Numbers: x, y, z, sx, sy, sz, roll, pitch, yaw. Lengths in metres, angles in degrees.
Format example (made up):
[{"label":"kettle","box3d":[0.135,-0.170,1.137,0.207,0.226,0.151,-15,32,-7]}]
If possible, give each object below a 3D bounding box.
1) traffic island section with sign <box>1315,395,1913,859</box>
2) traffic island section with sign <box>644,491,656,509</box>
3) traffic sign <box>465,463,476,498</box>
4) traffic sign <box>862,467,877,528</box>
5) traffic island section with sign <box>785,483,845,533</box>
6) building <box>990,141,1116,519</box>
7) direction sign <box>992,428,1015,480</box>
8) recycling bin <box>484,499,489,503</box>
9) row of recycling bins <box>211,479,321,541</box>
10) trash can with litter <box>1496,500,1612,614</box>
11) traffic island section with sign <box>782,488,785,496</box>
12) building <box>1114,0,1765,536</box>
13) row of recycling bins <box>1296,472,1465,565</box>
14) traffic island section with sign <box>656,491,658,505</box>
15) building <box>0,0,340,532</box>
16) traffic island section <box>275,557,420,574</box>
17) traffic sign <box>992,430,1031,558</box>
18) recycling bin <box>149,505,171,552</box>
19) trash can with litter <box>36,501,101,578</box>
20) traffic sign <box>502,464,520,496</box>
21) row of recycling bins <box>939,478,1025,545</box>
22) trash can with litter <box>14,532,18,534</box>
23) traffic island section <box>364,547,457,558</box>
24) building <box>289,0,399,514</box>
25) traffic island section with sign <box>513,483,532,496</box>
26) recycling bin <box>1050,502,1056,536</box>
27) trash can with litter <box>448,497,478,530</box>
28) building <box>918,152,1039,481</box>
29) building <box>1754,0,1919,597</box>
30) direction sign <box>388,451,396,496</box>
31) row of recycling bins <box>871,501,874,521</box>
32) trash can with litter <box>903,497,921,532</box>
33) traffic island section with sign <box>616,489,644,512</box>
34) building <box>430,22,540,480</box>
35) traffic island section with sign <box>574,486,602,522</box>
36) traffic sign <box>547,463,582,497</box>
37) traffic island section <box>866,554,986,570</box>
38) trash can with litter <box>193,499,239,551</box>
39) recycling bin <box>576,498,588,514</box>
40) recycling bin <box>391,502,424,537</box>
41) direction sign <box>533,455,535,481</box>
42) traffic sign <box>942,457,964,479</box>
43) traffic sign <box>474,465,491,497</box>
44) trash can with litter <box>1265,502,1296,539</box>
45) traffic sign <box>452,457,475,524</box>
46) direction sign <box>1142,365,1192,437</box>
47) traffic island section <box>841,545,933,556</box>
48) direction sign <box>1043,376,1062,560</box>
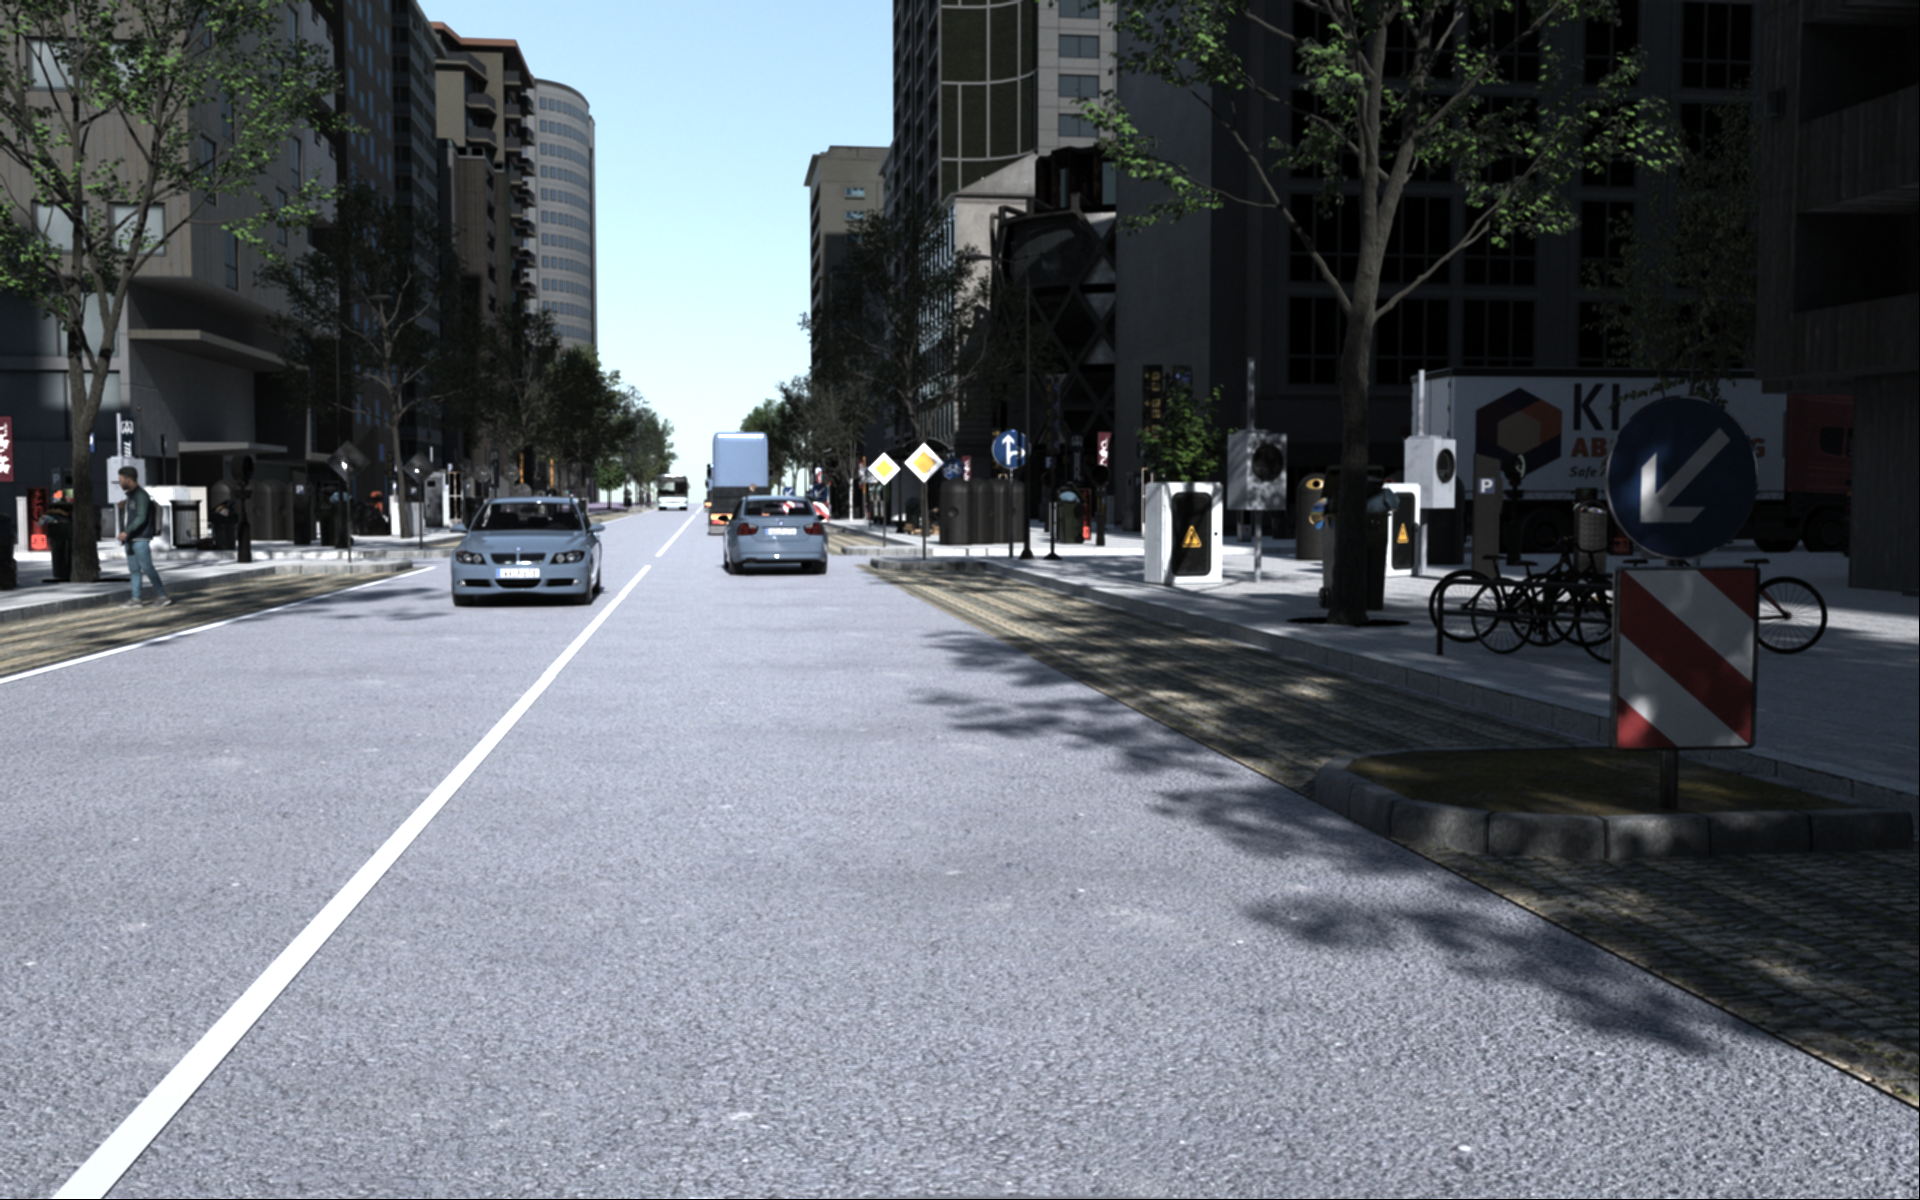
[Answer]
[{"label":"traffic island section with sign","box3d":[2.695,0.055,7.728,1.989,1.847,2.006,0,4,-8]},{"label":"traffic island section with sign","box3d":[-30.435,-9.625,165.988,1.989,1.847,2.006,0,4,-8]},{"label":"traffic sign","box3d":[-18.111,-3.872,63.421,0.768,2.556,0.104,0,4,2]},{"label":"traffic sign","box3d":[-3.370,-3.831,64.772,0.606,2.300,0.079,0,4,-1]},{"label":"traffic island section with sign","box3d":[-5.346,-3.403,64.271,1.989,1.847,2.006,0,4,-8]},{"label":"building","box3d":[9.831,-13.733,91.987,16.820,18.784,16.811,0,4,-8]},{"label":"direction sign","box3d":[1.480,-4.111,59.208,0.876,3.537,0.379,2,4,27]},{"label":"recycling bin","box3d":[-23.482,-4.545,86.859,0.722,1.027,0.722,-3,5,-40]},{"label":"row of recycling bins","box3d":[-19.299,-2.497,47.940,3.534,1.692,1.069,2,4,24]},{"label":"trash can with litter","box3d":[6.646,-0.497,19.178,2.233,1.210,1.678,-2,4,-35]},{"label":"traffic island section with sign","box3d":[-9.123,-5.036,90.962,1.989,1.847,2.006,0,4,-8]},{"label":"building","box3d":[18.533,-16.230,58.872,24.014,27.812,14.314,0,4,-8]},{"label":"row of recycling bins","box3d":[7.916,-1.569,32.769,1.069,1.692,3.534,-3,5,-45]},{"label":"traffic island section with sign","box3d":[-37.973,-12.870,219.056,1.989,1.847,2.006,0,4,-8]},{"label":"building","box3d":[-41.234,-29.331,68.807,28.713,52.752,27.495,0,4,-8]},{"label":"traffic island section","box3d":[-11.412,-0.615,32.328,2.009,0.180,2.903,0,4,-8]},{"label":"traffic sign","box3d":[1.025,-2.112,34.644,0.768,2.556,0.104,0,4,-3]},{"label":"recycling bin","box3d":[-18.116,-1.610,38.884,0.722,1.027,0.722,-2,4,-24]},{"label":"trash can with litter","box3d":[-13.727,-0.939,26.742,0.624,1.170,1.055,0,4,-6]},{"label":"traffic sign","box3d":[-19.016,-4.480,73.353,0.768,2.556,0.104,0,4,-4]},{"label":"row of recycling bins","box3d":[0.662,-2.305,44.795,1.069,1.692,3.534,2,4,32]},{"label":"trash can with litter","box3d":[-30.771,-2.775,56.434,1.678,1.210,2.233,2,4,34]},{"label":"traffic island section","box3d":[-12.536,-1.098,40.234,2.009,0.180,2.903,0,4,-8]},{"label":"building","box3d":[-40.534,-27.407,98.215,14.600,45.320,14.200,0,4,-8]},{"label":"traffic island section with sign","box3d":[-15.677,-3.278,62.216,1.989,1.847,2.006,0,4,-8]},{"label":"recycling bin","box3d":[3.207,-2.459,52.753,0.722,1.027,0.722,-2,4,-30]},{"label":"trash can with litter","box3d":[-17.820,-3.100,62.074,0.624,1.170,1.055,2,4,25]},{"label":"building","box3d":[3.036,-15.905,109.203,9.793,20.994,18.267,0,4,-8]},{"label":"building","box3d":[17.863,-15.227,20.665,14.160,30.474,14.107,0,4,-8]},{"label":"direction sign","box3d":[-30.206,-6.124,92.124,0.379,3.537,0.876,0,4,5]},{"label":"row of recycling bins","box3d":[-2.714,-4.732,84.475,3.534,1.692,1.069,-1,4,-20]},{"label":"trash can with litter","box3d":[-1.587,-2.896,58.736,0.624,1.170,1.055,0,4,6]},{"label":"traffic island section with sign","box3d":[-26.581,-7.970,138.929,1.989,1.847,2.006,0,4,-8]},{"label":"building","box3d":[-51.987,-31.136,163.697,22.147,44.769,28.867,0,4,-8]},{"label":"traffic island section with sign","box3d":[-19.515,-4.932,89.263,1.989,1.847,2.006,0,4,-8]},{"label":"traffic sign","box3d":[-25.891,-7.305,113.316,2.265,3.308,0.079,0,4,-3]},{"label":"traffic island section","box3d":[-0.678,-0.707,33.844,2.009,0.180,2.903,0,4,-8]},{"label":"trash can with litter","box3d":[-16.971,-1.714,39.414,1.055,1.170,0.624,1,4,13]},{"label":"recycling bin","box3d":[-24.546,-6.093,112.176,0.722,1.027,0.722,1,4,10]},{"label":"recycling bin","box3d":[-16.655,-2.425,52.208,0.722,1.027,0.722,1,4,13]},{"label":"direction sign","box3d":[-25.033,-6.698,101.506,0.379,3.537,0.876,-2,4,-29]},{"label":"traffic sign","box3d":[-0.240,-3.668,60.078,0.768,2.556,0.104,0,4,1]},{"label":"traffic sign","box3d":[-20.895,-4.630,75.802,0.768,2.556,0.104,0,4,-6]},{"label":"trash can with litter","box3d":[9.240,-2.324,49.392,1.055,1.170,0.624,-3,5,-44]},{"label":"traffic sign","box3d":[-17.281,-3.681,60.298,0.768,2.556,0.104,0,4,-3]},{"label":"direction sign","box3d":[3.638,-2.352,30.456,0.876,3.537,0.379,0,4,-4]},{"label":"traffic island section","box3d":[-1.802,-1.191,41.750,2.009,0.180,2.903,0,4,-8]},{"label":"direction sign","box3d":[1.808,-2.555,33.765,0.379,3.537,0.876,-1,4,-12]}]
